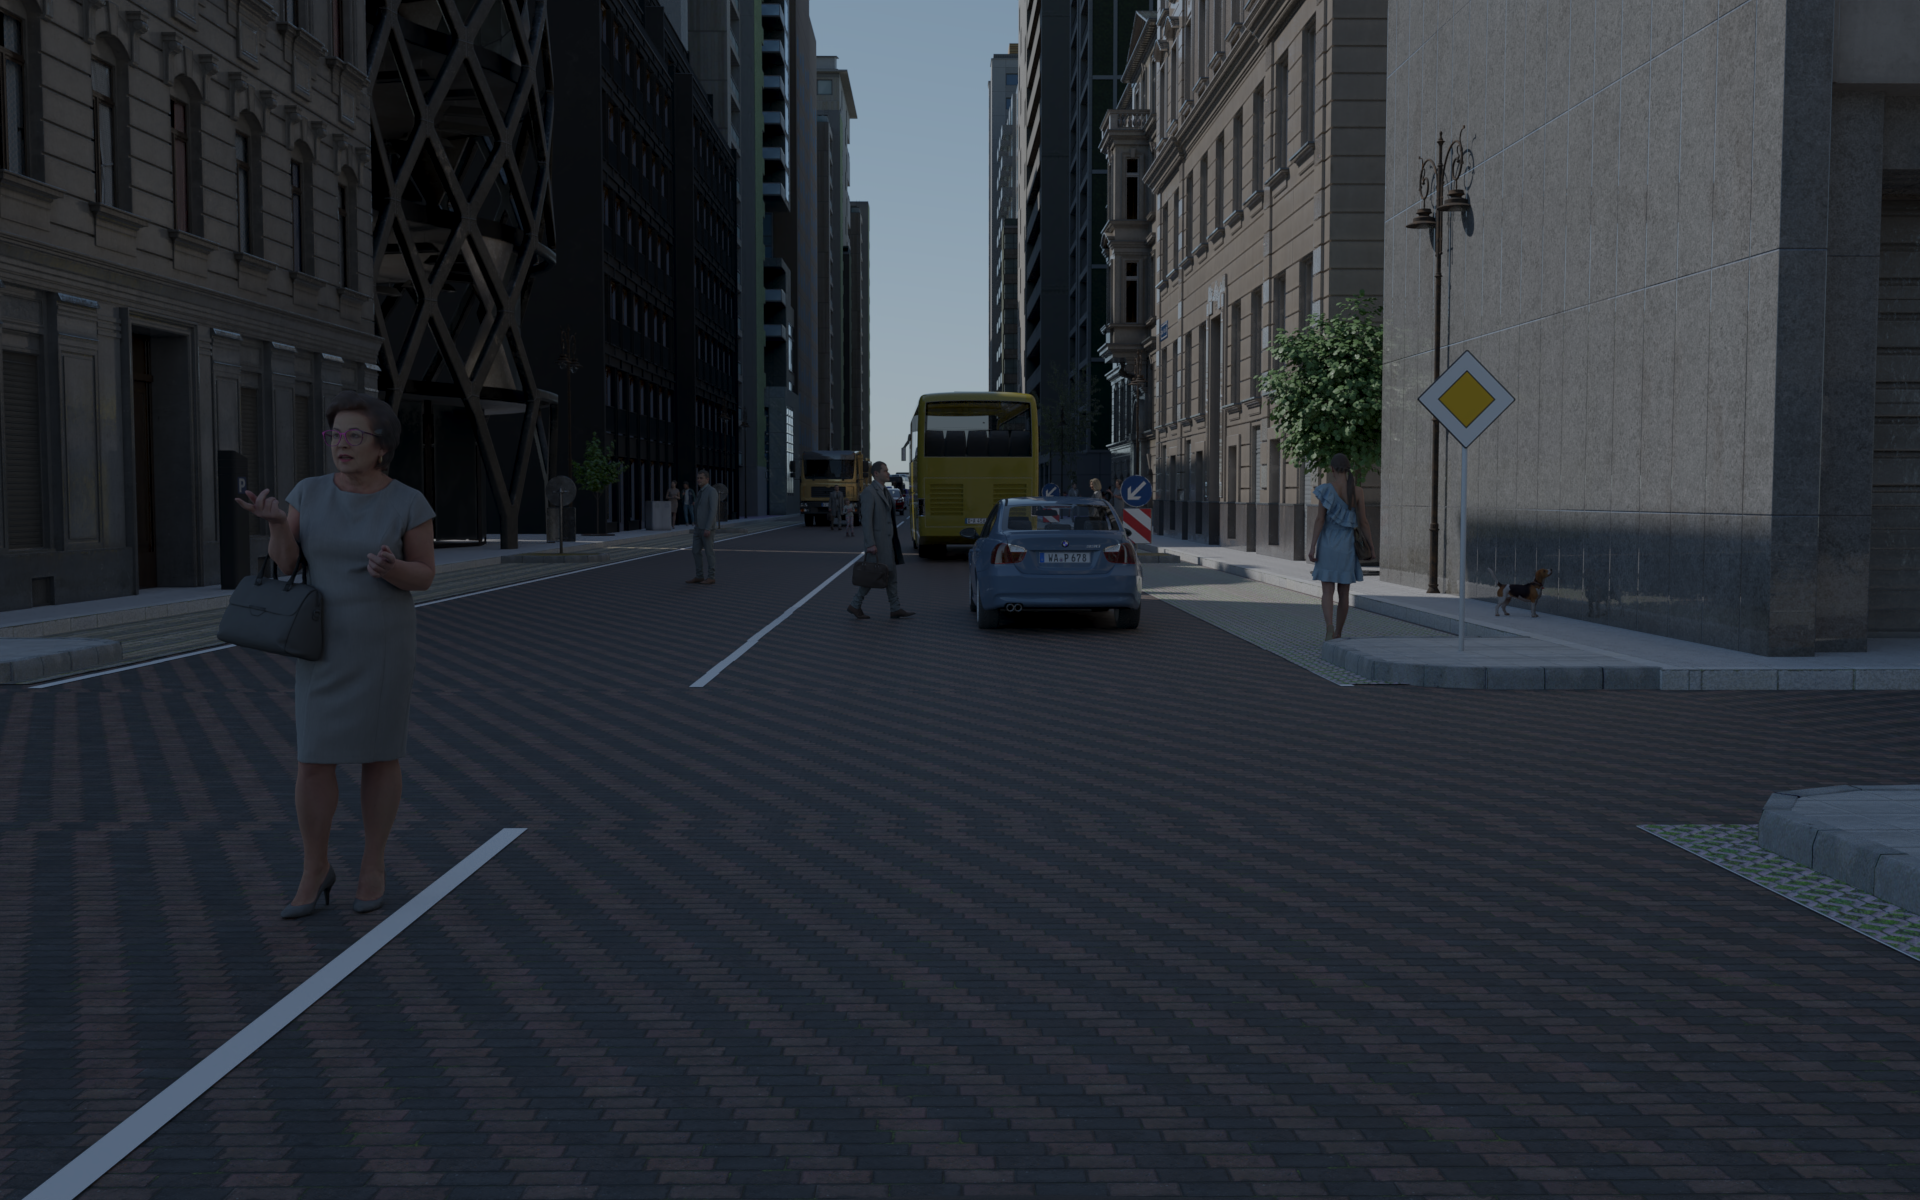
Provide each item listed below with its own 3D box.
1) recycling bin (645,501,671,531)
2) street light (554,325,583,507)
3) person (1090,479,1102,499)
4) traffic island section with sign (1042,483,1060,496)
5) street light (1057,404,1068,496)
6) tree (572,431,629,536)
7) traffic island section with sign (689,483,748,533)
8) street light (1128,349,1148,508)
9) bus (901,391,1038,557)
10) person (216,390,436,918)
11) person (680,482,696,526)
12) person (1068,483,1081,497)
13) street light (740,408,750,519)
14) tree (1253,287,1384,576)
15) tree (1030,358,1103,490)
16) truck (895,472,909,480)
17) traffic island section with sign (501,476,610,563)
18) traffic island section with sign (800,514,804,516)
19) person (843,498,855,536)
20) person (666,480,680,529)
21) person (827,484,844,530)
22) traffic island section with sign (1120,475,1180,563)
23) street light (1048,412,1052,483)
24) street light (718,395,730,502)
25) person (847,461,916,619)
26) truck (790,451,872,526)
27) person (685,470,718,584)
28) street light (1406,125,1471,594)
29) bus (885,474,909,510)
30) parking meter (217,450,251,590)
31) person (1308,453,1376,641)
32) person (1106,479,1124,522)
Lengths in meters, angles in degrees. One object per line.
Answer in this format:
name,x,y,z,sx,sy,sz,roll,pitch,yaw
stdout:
recycling bin,-10.650,-2.972,61.152,0.722,1.027,0.722,-2,4,-31
street light,-10.674,-4.561,47.353,0.468,5.910,1.993,0,4,-1
person,3.259,-1.994,41.284,0.728,1.800,0.709,0,4,7
traffic island section with sign,3.191,-3.369,63.705,1.989,1.847,2.006,0,4,-1
street light,5.234,-7.099,88.852,0.468,5.910,1.993,0,4,-1
tree,-11.261,-3.585,53.222,1.663,3.219,1.824,0,3,0
traffic island section with sign,-8.838,-3.363,63.612,1.989,1.847,2.006,0,4,-1
street light,5.678,-5.052,55.385,0.468,5.910,1.993,0,4,-1
bus,0.096,-3.087,42.022,2.896,3.916,12.252,0,4,-3
person,-2.157,0.183,5.870,0.716,1.782,0.532,0,4,-6
person,-10.904,-3.853,69.381,0.623,1.781,0.721,-1,4,-9
person,5.218,-4.404,78.252,0.606,1.804,0.583,-2,4,-31
street light,-11.258,-7.220,90.829,0.468,5.910,1.993,0,4,-1
tree,6.286,-2.688,27.668,4.285,4.588,4.351,0,3,0
tree,5.804,-8.722,92.959,4.360,8.622,3.978,0,3,0
truck,-7.060,-14.386,224.131,2.839,4.237,11.283,0,4,-3
traffic island section with sign,-8.490,-1.711,36.609,1.989,1.847,2.006,0,4,-1
traffic island section with sign,-9.466,-6.427,113.711,1.989,1.847,2.006,0,4,-1
person,-3.730,-2.803,58.604,0.425,1.301,0.394,-3,5,-39
person,-10.558,-3.494,63.513,0.599,1.781,0.374,-1,4,-18
person,-4.921,-3.678,68.739,0.694,1.812,0.767,-1,4,-18
traffic island section with sign,3.538,-1.713,36.632,1.989,1.847,2.006,0,4,-1
street light,5.116,-7.650,97.873,0.468,5.910,1.993,0,4,-1
street light,-11.004,-6.628,81.150,0.468,5.910,1.993,0,4,-1
person,-0.906,-0.692,19.916,0.767,1.812,0.694,1,4,20
truck,-5.647,-5.108,79.446,3.469,3.379,9.791,0,4,1
person,-4.069,-1.164,27.631,0.391,1.810,0.635,-3,5,-40
street light,6.124,-3.024,22.233,0.468,5.910,1.993,0,4,-1
bus,-6.144,-9.856,156.013,2.948,3.499,13.247,0,4,1
parking meter,-9.781,-1.079,23.345,0.255,1.863,0.399,0,4,5
person,3.576,-0.466,16.211,0.616,1.811,0.778,1,4,13
person,5.322,-3.248,59.500,0.532,1.782,0.716,-3,4,-36
